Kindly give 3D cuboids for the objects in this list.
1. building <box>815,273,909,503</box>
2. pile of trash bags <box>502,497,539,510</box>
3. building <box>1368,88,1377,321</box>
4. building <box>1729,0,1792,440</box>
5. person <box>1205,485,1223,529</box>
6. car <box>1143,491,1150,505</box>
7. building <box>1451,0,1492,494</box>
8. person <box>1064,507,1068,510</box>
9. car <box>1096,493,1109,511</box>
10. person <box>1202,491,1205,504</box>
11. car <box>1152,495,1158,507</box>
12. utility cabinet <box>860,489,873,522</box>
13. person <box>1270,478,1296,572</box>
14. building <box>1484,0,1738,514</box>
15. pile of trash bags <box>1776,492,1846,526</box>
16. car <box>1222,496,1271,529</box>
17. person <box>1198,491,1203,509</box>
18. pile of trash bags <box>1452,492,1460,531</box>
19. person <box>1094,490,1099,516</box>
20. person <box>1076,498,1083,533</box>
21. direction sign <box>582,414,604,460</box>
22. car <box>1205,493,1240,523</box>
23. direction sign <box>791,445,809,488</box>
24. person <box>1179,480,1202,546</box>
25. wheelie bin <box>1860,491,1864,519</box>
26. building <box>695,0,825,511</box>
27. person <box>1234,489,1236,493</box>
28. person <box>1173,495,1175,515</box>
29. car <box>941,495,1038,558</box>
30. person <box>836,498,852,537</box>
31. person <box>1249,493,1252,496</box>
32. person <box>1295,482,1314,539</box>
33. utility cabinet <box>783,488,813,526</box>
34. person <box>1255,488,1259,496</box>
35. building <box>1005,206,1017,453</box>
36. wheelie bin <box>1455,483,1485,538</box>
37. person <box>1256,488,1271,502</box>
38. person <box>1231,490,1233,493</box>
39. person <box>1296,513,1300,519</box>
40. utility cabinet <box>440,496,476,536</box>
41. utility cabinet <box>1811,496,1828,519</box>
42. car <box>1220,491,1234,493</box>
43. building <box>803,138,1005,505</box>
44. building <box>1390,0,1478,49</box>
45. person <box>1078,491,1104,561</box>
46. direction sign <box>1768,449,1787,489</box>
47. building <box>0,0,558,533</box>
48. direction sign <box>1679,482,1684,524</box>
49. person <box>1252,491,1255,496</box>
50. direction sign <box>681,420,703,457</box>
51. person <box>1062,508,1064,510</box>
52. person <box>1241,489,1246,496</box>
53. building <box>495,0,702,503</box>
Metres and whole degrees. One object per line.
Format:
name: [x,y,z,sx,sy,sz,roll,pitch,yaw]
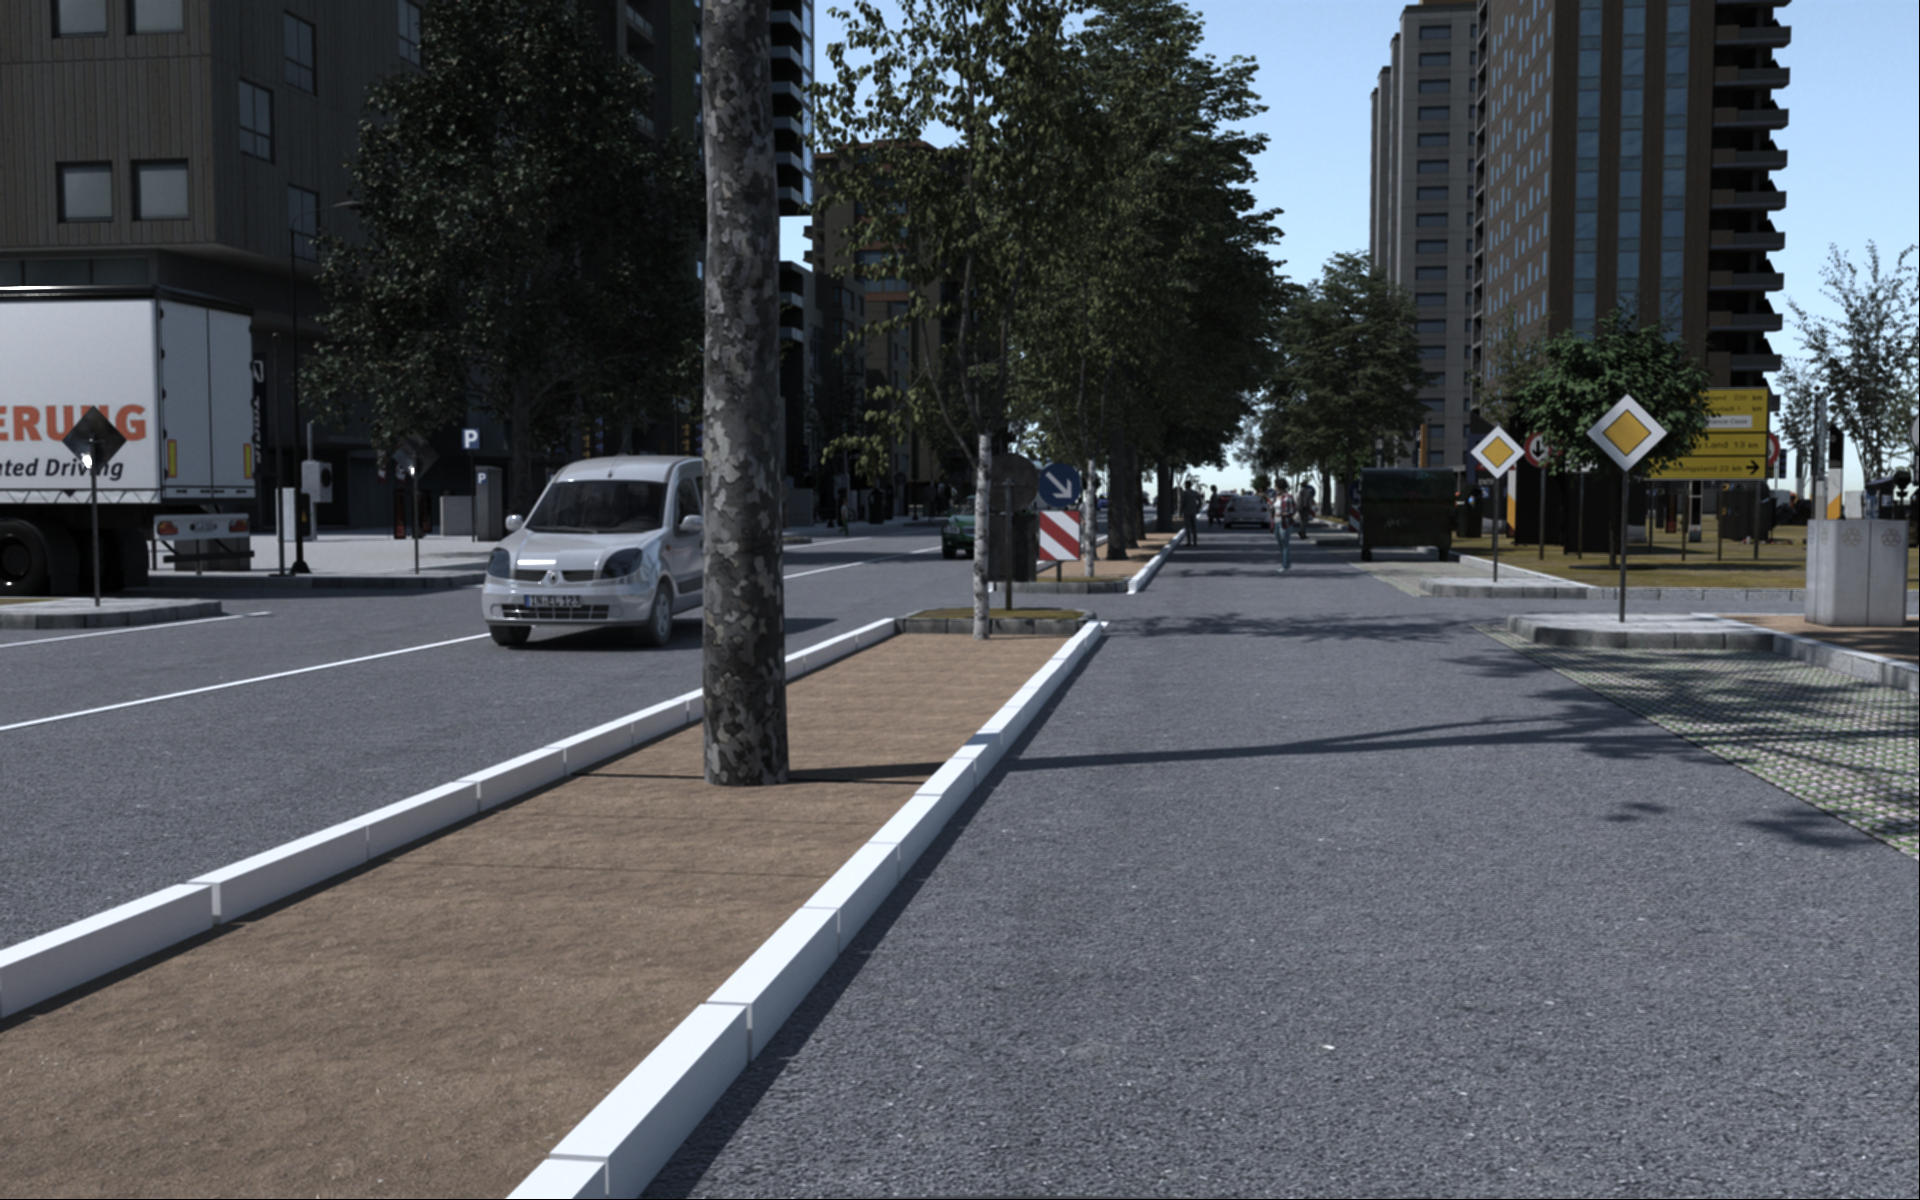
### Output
building: [-20.667,-18.795,152.330,27.650,21.520,28.899,1,4,8]
pile of trash bags: [-15.871,-3.450,66.159,3.447,1.369,1.912,-2,4,-31]
building: [67.061,-42.604,238.573,21.231,58.520,28.212,1,4,8]
building: [44.994,-28.412,114.652,14.600,45.320,14.200,1,4,8]
person: [10.312,-3.764,70.217,0.728,1.800,0.709,1,4,10]
car: [22.970,-12.931,220.090,2.281,1.827,5.304,1,4,10]
building: [52.916,-43.220,144.899,20.563,71.187,20.611,1,4,8]
person: [6.867,-6.140,112.151,1.065,1.426,0.557,-2,4,-30]
car: [12.763,-8.622,150.554,1.945,1.707,3.694,0,4,8]
person: [35.503,-14.936,252.795,0.705,1.812,1.348,0,4,-3]
car: [21.769,-10.688,187.329,1.945,1.354,3.894,0,4,7]
utility cabinet: [-4.711,-4.810,87.324,0.318,1.500,1.173,1,4,15]
person: [5.951,-1.374,31.796,0.643,1.720,0.563,-2,4,-30]
building: [47.447,-29.266,128.617,14.600,45.320,14.200,1,4,8]
pile of trash bags: [33.743,-3.701,70.265,3.447,1.369,1.912,-1,4,-16]
car: [12.102,-3.717,73.140,2.083,1.381,4.827,0,4,8]
person: [22.832,-9.497,164.695,0.541,1.710,0.530,1,4,22]
pile of trash bags: [17.096,-3.083,60.166,3.447,1.369,1.912,0,4,0]
person: [9.115,-6.521,115.796,0.721,1.739,1.217,0,4,-6]
person: [4.445,-3.144,64.169,0.640,1.303,0.475,2,4,28]
direction sign: [-10.413,-3.499,49.201,0.876,3.537,0.379,2,4,35]
car: [13.431,-4.786,87.284,2.155,1.783,4.494,0,4,8]
direction sign: [-7.374,-5.375,79.879,0.876,3.537,0.379,1,4,16]
person: [6.319,-2.383,47.569,0.635,1.810,0.391,-2,4,-29]
wheelie bin: [42.084,-4.414,80.082,0.980,1.594,0.693,-1,4,-21]
building: [-21.963,-49.378,120.001,22.319,86.520,31.000,1,4,8]
person: [18.199,-6.455,114.593,0.990,1.755,0.434,2,4,24]
person: [14.248,-6.598,116.470,1.348,1.812,0.705,0,4,4]
car: [0.786,-1.726,40.026,2.131,1.459,4.920,1,4,10]
person: [-3.862,-2.738,57.511,0.590,1.304,0.306,-2,4,-33]
person: [15.396,-4.935,91.787,0.523,1.515,0.503,2,4,35]
person: [10.985,-2.852,55.235,0.679,1.850,0.850,3,4,36]
utility cabinet: [-6.401,-3.653,68.412,1.173,1.500,0.318,1,4,13]
person: [19.720,-6.487,114.653,0.705,1.812,1.348,0,4,2]
building: [-3.663,-36.083,244.576,22.147,44.769,28.867,1,4,8]
wheelie bin: [14.899,-2.609,50.557,0.693,1.594,0.980,-1,4,-10]
person: [17.872,-5.763,102.742,1.348,1.823,0.705,2,4,35]
person: [21.603,-7.872,137.999,1.217,1.735,0.721,2,4,34]
person: [19.366,-5.258,98.741,0.394,1.301,0.425,3,5,42]
utility cabinet: [-15.379,-2.563,53.069,1.020,1.237,0.306,-2,4,-35]
utility cabinet: [34.114,-3.512,68.575,0.306,1.237,1.020,0,4,-2]
car: [29.033,-10.996,188.449,2.281,1.827,5.304,0,4,7]
building: [-7.447,-34.335,216.008,22.147,44.769,28.867,1,4,8]
building: [62.826,-40.886,210.492,21.231,58.520,28.212,1,4,8]
person: [2.772,-1.582,36.955,0.523,1.515,0.503,2,4,28]
direction sign: [40.962,-5.806,86.928,0.876,3.537,0.379,1,4,21]
building: [-33.228,-29.072,64.560,28.713,52.752,27.495,1,4,8]
direction sign: [31.105,-5.038,74.371,0.379,3.537,0.876,3,4,38]
person: [36.347,-12.623,214.752,0.709,1.838,0.599,2,4,24]
direction sign: [-8.209,-3.748,53.279,0.876,3.537,0.379,2,4,30]
person: [5.669,-5.356,96.275,0.606,1.804,0.583,1,4,22]
person: [20.282,-7.080,124.353,0.705,1.812,1.348,-1,4,-13]
building: [-22.693,-25.004,92.403,14.154,41.232,14.086,1,4,8]
